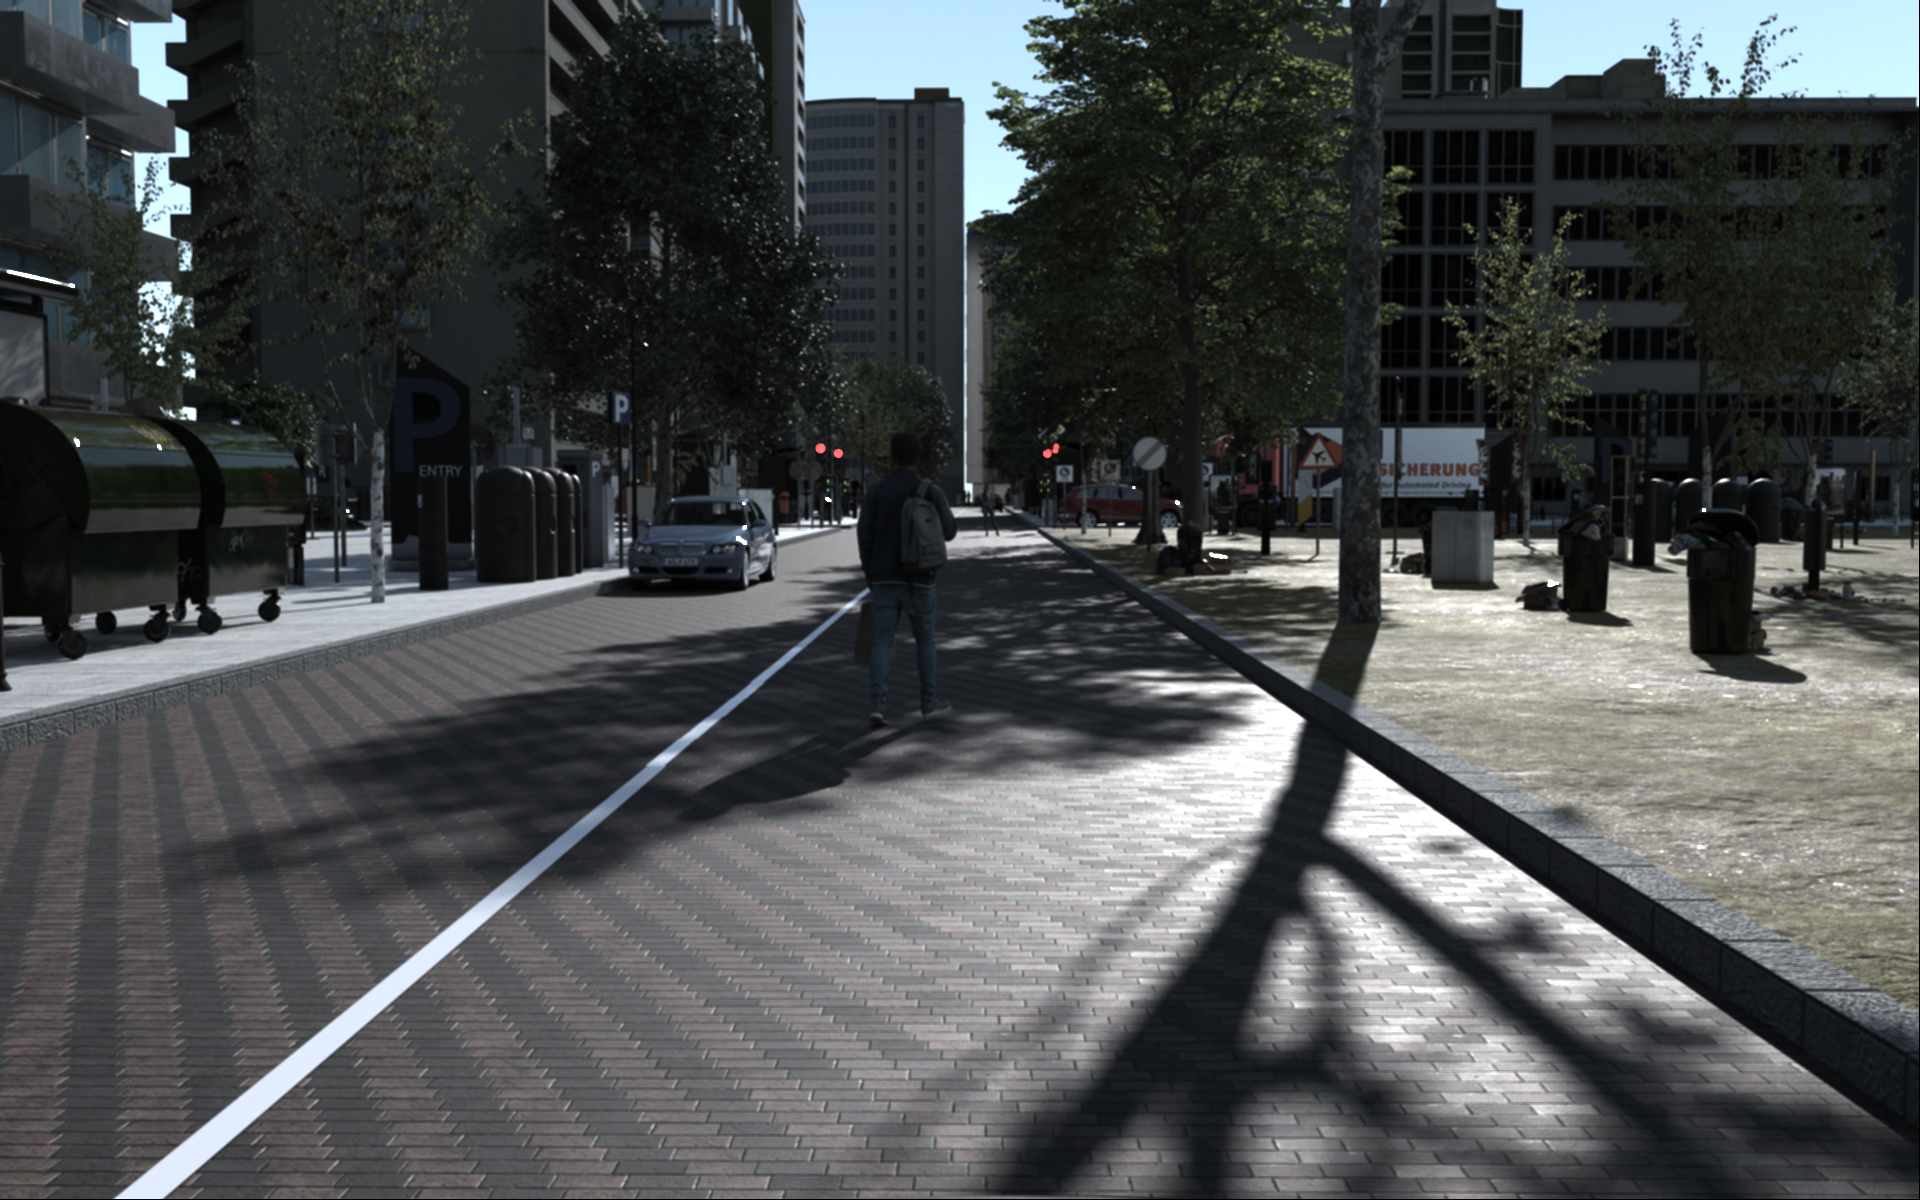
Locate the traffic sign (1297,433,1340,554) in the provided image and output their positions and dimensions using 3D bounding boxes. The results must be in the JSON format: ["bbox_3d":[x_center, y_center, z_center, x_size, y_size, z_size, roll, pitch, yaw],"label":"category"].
[{"bbox_3d":[7.595,-2.245,36.709,0.884,2.594,0.081,1,4,9],"label":"traffic sign"}]

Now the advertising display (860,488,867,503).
[{"bbox_3d":[-6.982,-7.620,129.793,0.974,1.923,0.123,0,4,-1],"label":"advertising display"}]

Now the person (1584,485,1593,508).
[{"bbox_3d":[24.548,-3.579,67.008,0.794,1.824,0.713,-3,4,-38],"label":"person"}]

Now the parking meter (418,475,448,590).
[{"bbox_3d":[-7.064,-0.905,23.216,0.372,1.533,0.369,0,3,0],"label":"parking meter"}]

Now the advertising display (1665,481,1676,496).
[{"bbox_3d":[34.031,-4.784,83.426,0.123,1.923,0.974,-1,4,-23],"label":"advertising display"}]

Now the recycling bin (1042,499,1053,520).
[{"bbox_3d":[4.432,-4.460,85.471,0.722,1.027,0.722,0,4,-3],"label":"recycling bin"}]

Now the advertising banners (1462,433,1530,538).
[{"bbox_3d":[15.591,-3.326,50.574,0.090,3.025,2.074,-3,5,-41],"label":"advertising banners"}]

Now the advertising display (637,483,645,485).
[{"bbox_3d":[-18.651,-5.867,101.132,0.974,1.923,0.123,3,4,37],"label":"advertising display"}]

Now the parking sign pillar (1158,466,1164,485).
[{"bbox_3d":[15.418,-8.938,134.614,1.447,3.967,1.447,-1,4,-19],"label":"parking sign pillar"}]

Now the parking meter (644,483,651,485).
[{"bbox_3d":[-16.006,-5.089,88.911,0.255,1.863,0.399,-2,4,-32],"label":"parking meter"}]

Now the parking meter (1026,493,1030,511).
[{"bbox_3d":[5.075,-7.578,129.611,0.255,1.863,0.399,0,4,7],"label":"parking meter"}]

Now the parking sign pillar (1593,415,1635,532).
[{"bbox_3d":[22.401,-4.332,59.303,1.447,3.967,1.447,0,4,-7],"label":"parking sign pillar"}]

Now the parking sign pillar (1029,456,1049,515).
[{"bbox_3d":[5.024,-7.326,108.244,1.447,3.967,1.447,1,4,15],"label":"parking sign pillar"}]

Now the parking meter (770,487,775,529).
[{"bbox_3d":[-6.984,-3.399,63.988,0.372,1.533,0.369,0,3,0],"label":"parking meter"}]

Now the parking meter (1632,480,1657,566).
[{"bbox_3d":[12.259,-1.383,31.021,0.372,1.533,0.369,0,3,0],"label":"parking meter"}]

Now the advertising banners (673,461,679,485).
[{"bbox_3d":[-14.314,-5.883,92.368,2.074,3.025,0.090,1,4,14],"label":"advertising banners"}]

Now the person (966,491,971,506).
[{"bbox_3d":[0.963,-11.769,200.856,0.705,1.831,1.348,-2,4,-35],"label":"person"}]

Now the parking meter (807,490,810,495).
[{"bbox_3d":[-8.906,-5.735,102.175,0.372,1.533,0.369,0,3,0],"label":"parking meter"}]

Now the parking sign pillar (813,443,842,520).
[{"bbox_3d":[-6.715,-6.067,87.668,1.447,3.967,1.447,0,4,5],"label":"parking sign pillar"}]

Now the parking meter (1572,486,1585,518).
[{"bbox_3d":[20.516,-2.999,57.442,0.372,1.533,0.369,0,3,0],"label":"parking meter"}]

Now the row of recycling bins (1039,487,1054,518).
[{"bbox_3d":[4.846,-5.327,94.208,1.069,1.692,3.534,0,4,6],"label":"row of recycling bins"}]

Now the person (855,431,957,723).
[{"bbox_3d":[-0.392,-0.144,10.844,0.794,1.824,0.713,2,4,25],"label":"person"}]

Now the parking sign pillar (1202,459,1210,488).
[{"bbox_3d":[14.067,-6.659,97.353,1.447,3.967,1.447,3,5,43],"label":"parking sign pillar"}]

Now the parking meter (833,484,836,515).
[{"bbox_3d":[-7.379,-5.838,101.170,0.255,1.863,0.399,-3,4,-37],"label":"parking meter"}]

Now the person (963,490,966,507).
[{"bbox_3d":[0.528,-11.616,198.058,0.705,1.869,1.348,0,4,1],"label":"person"}]

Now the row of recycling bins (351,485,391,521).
[{"bbox_3d":[-28.713,-4.689,83.786,3.534,1.692,1.069,2,4,33],"label":"row of recycling bins"}]

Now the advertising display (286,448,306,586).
[{"bbox_3d":[-9.428,-1.180,24.514,0.123,1.923,0.974,-2,4,-33],"label":"advertising display"}]

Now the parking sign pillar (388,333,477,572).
[{"bbox_3d":[-8.900,-2.486,29.122,1.447,3.967,1.447,-1,4,-14],"label":"parking sign pillar"}]

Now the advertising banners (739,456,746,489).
[{"bbox_3d":[-7.477,-4.005,61.672,0.090,3.025,2.074,-1,4,-21],"label":"advertising banners"}]

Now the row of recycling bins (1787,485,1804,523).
[{"bbox_3d":[37.018,-4.257,76.721,1.069,1.692,3.534,-3,4,-37],"label":"row of recycling bins"}]

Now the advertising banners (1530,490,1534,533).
[{"bbox_3d":[17.363,-3.614,55.274,2.074,3.025,0.090,-1,4,-14],"label":"advertising banners"}]

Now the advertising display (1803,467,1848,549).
[{"bbox_3d":[20.356,-2.174,40.760,0.974,1.923,0.123,0,4,-2],"label":"advertising display"}]

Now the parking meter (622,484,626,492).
[{"bbox_3d":[-19.599,-5.859,101.506,0.255,1.863,0.399,1,4,19],"label":"parking meter"}]

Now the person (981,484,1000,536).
[{"bbox_3d":[1.031,-3.080,59.135,0.520,1.790,0.573,-3,5,-39],"label":"person"}]

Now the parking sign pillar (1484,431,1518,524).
[{"bbox_3d":[23.117,-5.227,73.929,1.447,3.967,1.447,2,4,30],"label":"parking sign pillar"}]

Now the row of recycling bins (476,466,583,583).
[{"bbox_3d":[-6.550,-1.196,26.665,1.069,1.692,3.534,0,4,2],"label":"row of recycling bins"}]

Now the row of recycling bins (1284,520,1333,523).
[{"bbox_3d":[15.962,-4.226,76.201,3.534,1.692,1.069,2,4,31],"label":"row of recycling bins"}]

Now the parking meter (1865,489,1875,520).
[{"bbox_3d":[43.917,-4.599,83.602,0.372,1.533,0.369,0,3,0],"label":"parking meter"}]

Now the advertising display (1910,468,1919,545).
[{"bbox_3d":[24.330,-2.332,43.334,0.974,1.923,0.123,1,4,14],"label":"advertising display"}]

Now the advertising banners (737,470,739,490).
[{"bbox_3d":[-16.671,-7.885,125.108,2.074,3.025,0.090,-1,4,-20],"label":"advertising banners"}]

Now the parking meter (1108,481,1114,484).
[{"bbox_3d":[6.827,-4.447,78.424,0.255,1.863,0.399,0,4,2],"label":"parking meter"}]

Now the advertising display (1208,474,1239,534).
[{"bbox_3d":[8.482,-3.091,55.752,0.974,1.923,0.123,0,4,-4],"label":"advertising display"}]

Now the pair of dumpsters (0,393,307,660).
[{"bbox_3d":[-7.385,-0.787,15.366,1.574,2.255,4.437,0,4,1],"label":"pair of dumpsters"}]

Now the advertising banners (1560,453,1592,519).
[{"bbox_3d":[25.863,-4.680,72.711,0.090,3.025,2.074,-1,4,-21],"label":"advertising banners"}]

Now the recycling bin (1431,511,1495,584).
[{"bbox_3d":[7.333,-0.777,25.254,0.722,1.027,0.722,2,4,33],"label":"recycling bin"}]

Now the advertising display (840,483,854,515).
[{"bbox_3d":[-6.488,-5.717,98.683,0.974,1.923,0.123,1,4,14],"label":"advertising display"}]

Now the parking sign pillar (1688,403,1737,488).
[{"bbox_3d":[22.475,-3.871,51.763,1.447,3.967,1.447,-3,5,-41],"label":"parking sign pillar"}]

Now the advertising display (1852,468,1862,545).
[{"bbox_3d":[22.627,-2.355,43.717,0.123,1.923,0.974,2,4,23],"label":"advertising display"}]

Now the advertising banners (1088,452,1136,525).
[{"bbox_3d":[6.351,-4.633,71.939,2.074,3.025,0.090,0,4,5],"label":"advertising banners"}]

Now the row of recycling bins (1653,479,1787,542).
[{"bbox_3d":[20.440,-2.453,47.213,3.534,1.692,1.069,1,4,16],"label":"row of recycling bins"}]

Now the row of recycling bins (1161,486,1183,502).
[{"bbox_3d":[10.684,-5.000,88.866,3.534,1.692,1.069,3,5,44],"label":"row of recycling bins"}]
